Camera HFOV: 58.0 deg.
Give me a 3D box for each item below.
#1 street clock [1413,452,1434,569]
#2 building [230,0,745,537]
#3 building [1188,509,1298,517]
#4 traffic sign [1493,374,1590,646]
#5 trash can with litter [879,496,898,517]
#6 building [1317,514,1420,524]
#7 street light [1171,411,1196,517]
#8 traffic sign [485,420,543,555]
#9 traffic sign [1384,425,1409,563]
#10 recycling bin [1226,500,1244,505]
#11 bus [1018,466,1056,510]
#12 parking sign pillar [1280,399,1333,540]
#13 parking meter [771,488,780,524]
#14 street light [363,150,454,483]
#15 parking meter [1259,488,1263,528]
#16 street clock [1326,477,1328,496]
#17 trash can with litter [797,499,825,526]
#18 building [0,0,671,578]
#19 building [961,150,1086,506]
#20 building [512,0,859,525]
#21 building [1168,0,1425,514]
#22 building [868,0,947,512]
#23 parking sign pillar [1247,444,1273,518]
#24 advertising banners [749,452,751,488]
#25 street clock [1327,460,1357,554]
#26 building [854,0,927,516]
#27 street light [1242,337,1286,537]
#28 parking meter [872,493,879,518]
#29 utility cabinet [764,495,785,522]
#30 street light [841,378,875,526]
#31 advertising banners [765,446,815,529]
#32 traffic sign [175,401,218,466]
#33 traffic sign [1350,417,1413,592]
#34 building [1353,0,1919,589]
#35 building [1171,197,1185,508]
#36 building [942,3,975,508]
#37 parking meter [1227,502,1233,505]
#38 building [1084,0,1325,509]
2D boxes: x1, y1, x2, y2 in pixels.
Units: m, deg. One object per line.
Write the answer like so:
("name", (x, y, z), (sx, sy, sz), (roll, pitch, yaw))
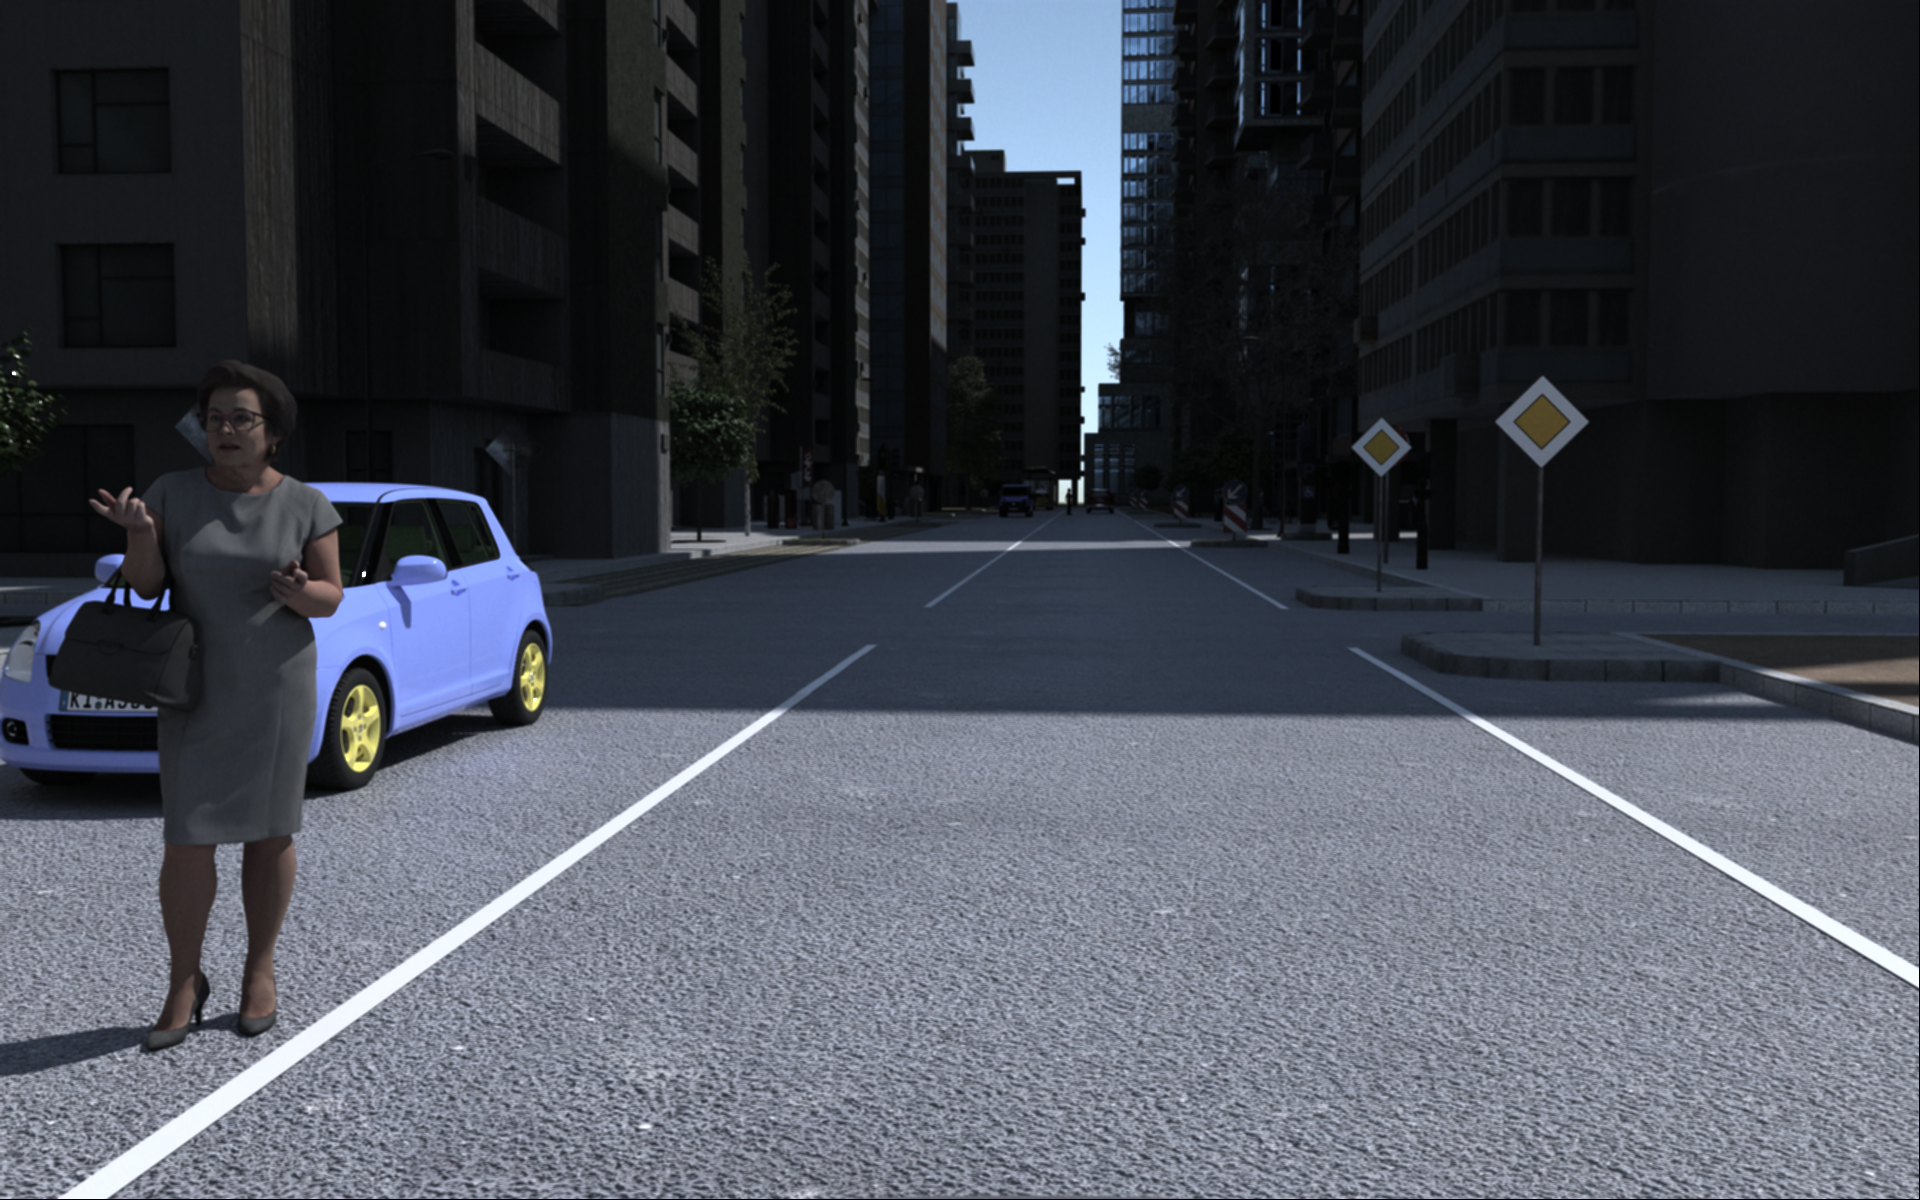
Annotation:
("street clock", (7.887, -1.525, 29.510), (0.358, 2.002, 0.471), (1, 4, 15))
("building", (-16.033, -17.805, 62.812), (14.160, 30.474, 14.107), (0, 4, 4))
("building", (26.497, -48.800, 110.549), (22.319, 86.520, 31.000), (0, 4, 4))
("traffic sign", (4.885, -0.671, 14.614), (0.795, 2.450, 0.064), (0, 4, 4))
("trash can with litter", (-4.005, -5.154, 95.659), (1.055, 1.170, 0.624), (-2, 4, -26))
("building", (27.717, -26.094, 81.263), (22.147, 44.769, 28.867), (0, 4, 4))
("street light", (12.521, -7.616, 97.066), (1.470, 5.913, 1.316), (0, 4, 4))
("traffic sign", (-6.035, -1.211, 23.448), (0.795, 2.450, 0.064), (0, 4, 4))
("traffic sign", (7.887, -1.950, 31.995), (0.768, 2.556, 0.104), (1, 4, 9))
("recycling bin", (12.725, -4.136, 80.182), (0.722, 1.027, 0.722), (0, 4, -3))
("bus", (7.009, -9.962, 154.424), (2.896, 3.916, 12.252), (0, 4, 6))
("parking sign pillar", (9.719, -3.670, 48.470), (1.447, 3.967, 1.447), (0, 4, 7))
("parking meter", (-7.937, -4.033, 74.344), (0.372, 1.533, 0.369), (0, 3, 0))
("street light", (-7.527, -3.122, 23.591), (1.470, 5.913, 1.316), (0, 4, 4))
("parking meter", (11.173, -3.457, 64.926), (0.372, 1.533, 0.369), (0, 3, 0))
("street clock", (15.190, -4.062, 70.990), (0.358, 2.002, 0.471), (0, 4, -7))
("trash can with litter", (-5.936, -3.535, 69.181), (1.055, 1.170, 0.624), (-3, 4, -38))
("building", (-14.002, -15.899, 31.654), (14.160, 30.474, 14.107), (0, 4, 4))
("building", (2.296, -30.979, 198.385), (23.993, 40.220, 32.217), (0, 4, 4))
("building", (-13.028, -19.291, 87.116), (14.160, 30.474, 14.107), (0, 4, 4))
("building", (28.639, -29.836, 142.440), (22.147, 44.769, 28.867), (0, 4, 4))
("building", (-8.468, -29.320, 129.485), (14.600, 45.320, 14.200), (0, 4, 4))
("parking sign pillar", (16.305, -6.466, 94.193), (1.447, 3.967, 1.447), (2, 4, 24))
("advertising banners", (-8.968, -4.635, 71.967), (0.090, 3.025, 2.074), (1, 4, 10))
("street clock", (8.251, -1.997, 37.215), (0.471, 2.002, 0.358), (3, 4, 38))
("building", (-18.815, -25.652, 111.293), (32.217, 40.220, 23.993), (0, 4, 4))
("street light", (9.033, -4.818, 51.322), (1.470, 5.913, 1.316), (0, 4, 4))
("parking meter", (-4.613, -5.425, 94.415), (0.255, 1.863, 0.399), (1, 4, 16))
("utility cabinet", (-8.444, -4.158, 79.146), (1.020, 1.237, 0.306), (-1, 4, -14))
("street light", (-4.076, -5.920, 69.338), (1.470, 5.913, 1.316), (0, 4, 4))
("advertising banners", (-6.277, -4.146, 63.973), (2.074, 3.025, 0.090), (1, 4, 23))
("traffic sign", (-6.626, -0.724, 15.485), (0.795, 2.450, 0.064), (0, 4, 4))
("traffic sign", (5.476, -1.158, 22.577), (0.795, 2.450, 0.064), (0, 4, 4))
("building", (21.814, -21.060, 36.211), (23.993, 40.220, 32.217), (0, 4, 4))
("building", (27.091, -24.024, 164.497), (14.160, 30.474, 14.107), (0, 4, 4))
("building", (-14.146, -33.165, 161.849), (30.456, 49.044, 23.786), (0, 4, 4))
("parking meter", (10.220, -3.473, 65.200), (0.372, 1.533, 0.369), (0, 3, 0))
("building", (29.356, -53.664, 190.076), (31.000, 86.520, 22.319), (0, 4, 4))
